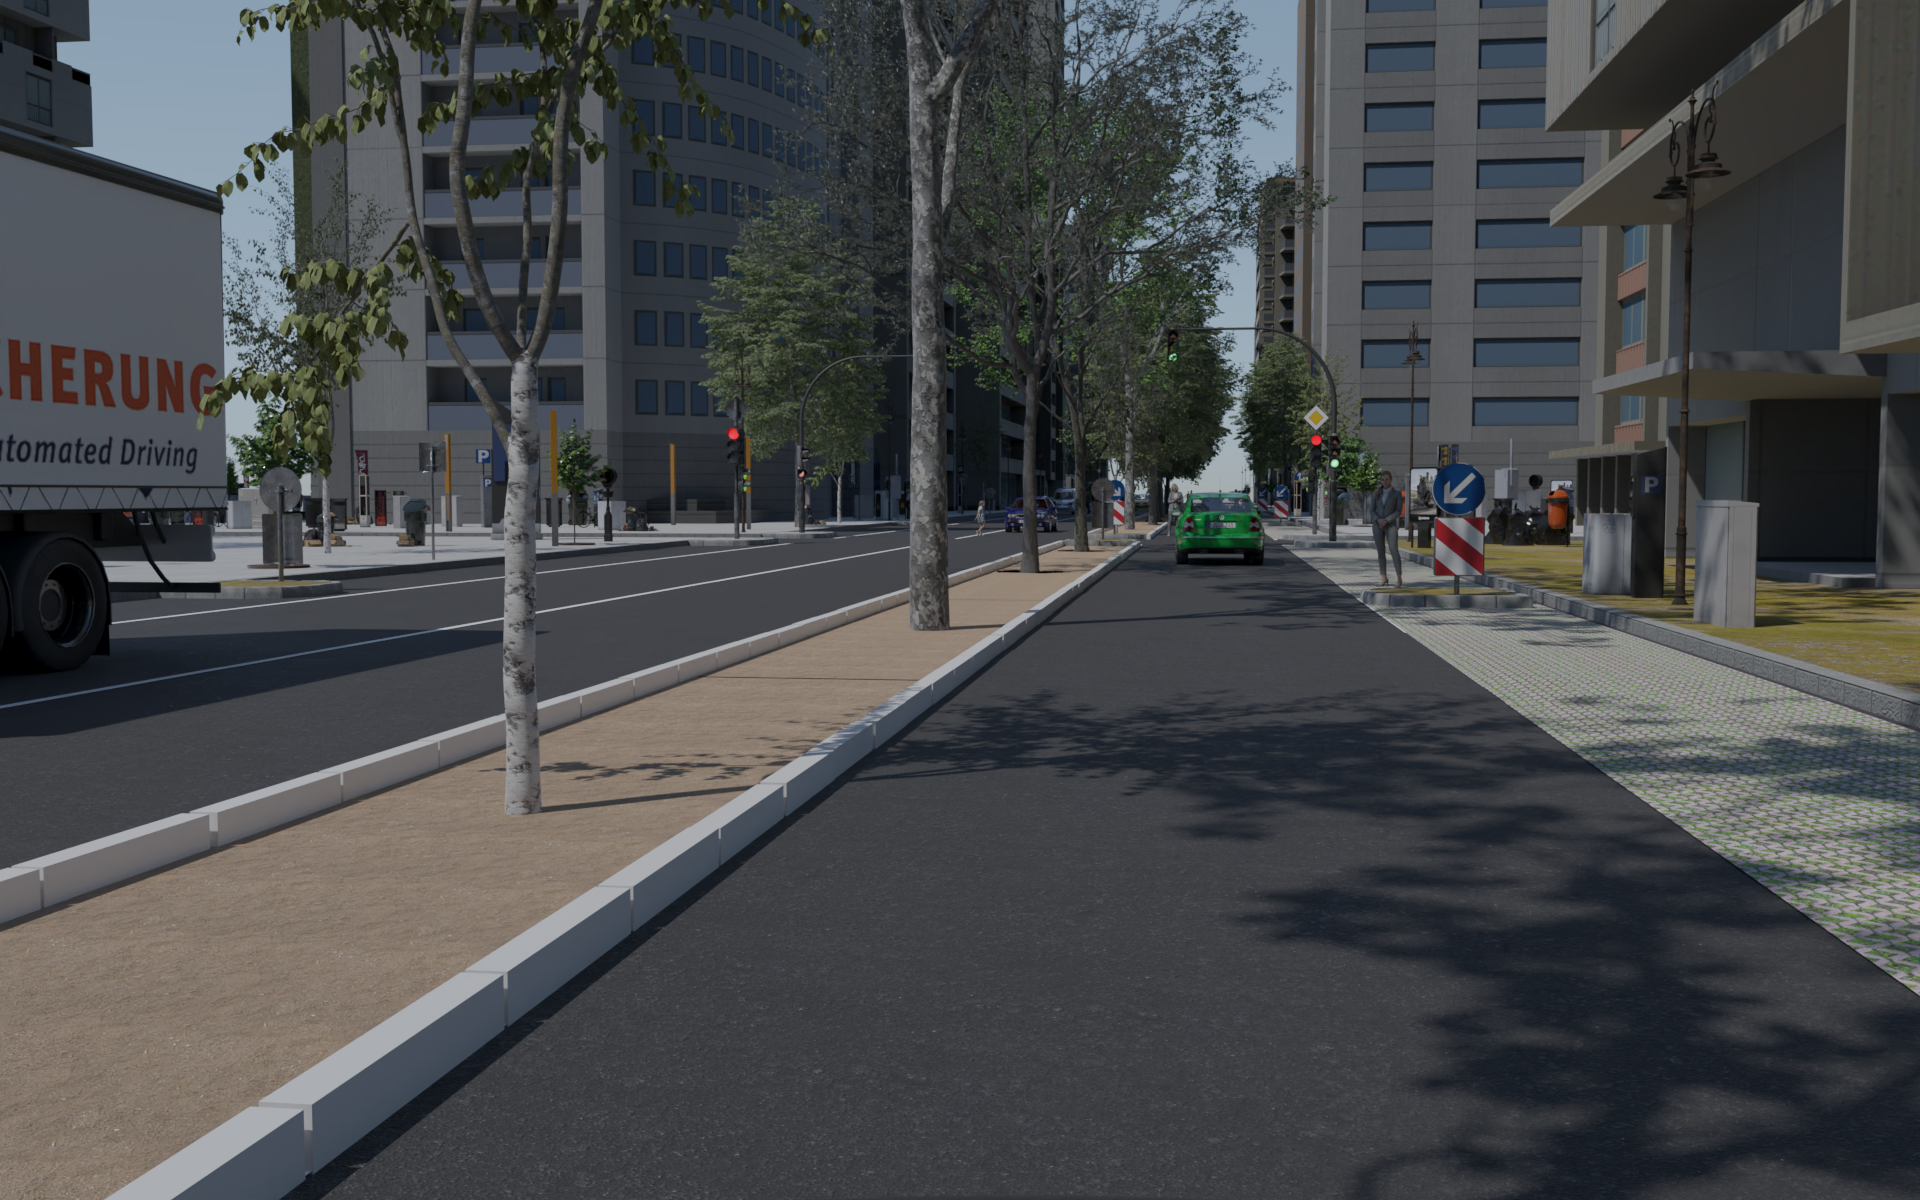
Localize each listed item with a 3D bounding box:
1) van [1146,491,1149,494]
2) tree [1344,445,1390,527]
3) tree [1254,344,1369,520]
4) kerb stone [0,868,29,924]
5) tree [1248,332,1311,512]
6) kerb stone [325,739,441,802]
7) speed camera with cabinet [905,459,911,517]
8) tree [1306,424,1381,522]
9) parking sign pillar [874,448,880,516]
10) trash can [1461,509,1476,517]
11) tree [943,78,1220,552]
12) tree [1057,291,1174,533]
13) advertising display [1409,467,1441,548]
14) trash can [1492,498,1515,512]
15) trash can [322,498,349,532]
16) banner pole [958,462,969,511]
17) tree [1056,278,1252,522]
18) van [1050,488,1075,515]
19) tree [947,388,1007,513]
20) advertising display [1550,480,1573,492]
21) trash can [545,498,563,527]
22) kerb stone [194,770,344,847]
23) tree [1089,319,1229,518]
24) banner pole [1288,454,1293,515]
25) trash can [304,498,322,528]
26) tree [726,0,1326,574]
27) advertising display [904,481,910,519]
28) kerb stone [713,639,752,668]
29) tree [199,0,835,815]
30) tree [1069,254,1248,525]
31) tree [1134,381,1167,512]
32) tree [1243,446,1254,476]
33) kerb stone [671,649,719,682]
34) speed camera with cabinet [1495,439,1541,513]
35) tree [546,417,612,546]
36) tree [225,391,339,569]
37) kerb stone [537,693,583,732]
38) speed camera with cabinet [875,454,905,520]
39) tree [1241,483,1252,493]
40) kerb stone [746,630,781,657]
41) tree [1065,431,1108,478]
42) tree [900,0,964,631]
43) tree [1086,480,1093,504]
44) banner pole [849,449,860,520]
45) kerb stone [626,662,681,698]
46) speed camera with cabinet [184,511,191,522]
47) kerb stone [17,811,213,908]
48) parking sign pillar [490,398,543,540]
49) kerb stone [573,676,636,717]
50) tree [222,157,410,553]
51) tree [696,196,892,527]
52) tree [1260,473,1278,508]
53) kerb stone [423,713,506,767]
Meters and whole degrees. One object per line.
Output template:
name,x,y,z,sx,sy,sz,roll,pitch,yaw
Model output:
van,22.675,-12.116,205.102,2.013,2.044,4.112,0,4,7
tree,15.876,-4.477,67.797,1.663,3.219,1.824,0,3,0
tree,18.034,-8.312,86.264,4.737,8.622,4.395,0,3,0
kerb stone,-3.280,1.025,5.444,0.120,0.150,1.000,1,4,8
tree,22.661,-12.472,122.039,7.486,12.596,7.792,0,3,0
kerb stone,-2.837,0.839,8.503,0.120,0.150,1.000,1,4,8
speed camera with cabinet,-3.059,-6.254,96.584,0.660,3.252,2.038,3,4,38
tree,18.044,-5.974,81.388,4.285,4.588,4.351,0,3,0
parking sign pillar,-4.970,-6.919,101.601,1.447,3.967,1.447,-1,4,-10
trash can,16.880,-2.819,57.747,0.748,1.137,0.748,0,3,0
tree,2.910,-6.995,42.589,9.928,11.665,9.643,0,3,0
tree,5.396,-6.534,59.655,4.360,8.622,3.978,0,3,0
advertising display,10.998,-2.187,40.968,0.123,1.923,0.974,-2,4,-27
trash can,19.071,-3.007,60.812,0.748,1.137,0.748,0,3,0
trash can,-21.319,-2.915,59.319,0.748,1.137,0.748,0,3,0
banner pole,0.247,-8.700,132.268,0.863,3.779,0.401,1,4,17
tree,9.805,-10.261,87.238,9.611,12.733,9.660,0,3,0
van,7.258,-6.900,119.819,2.013,2.044,4.112,1,4,9
tree,1.463,-10.363,119.803,4.360,8.622,3.978,0,3,0
advertising display,27.148,-4.461,78.157,0.974,1.923,0.123,2,4,33
trash can,-15.745,-3.397,67.189,0.748,1.137,0.748,0,3,0
kerb stone,-2.979,0.900,7.482,0.120,0.150,1.000,1,4,8
tree,13.096,-12.465,112.921,9.857,13.997,8.962,0,3,0
banner pole,20.676,-7.257,108.672,0.401,3.779,0.863,0,4,-4
trash can,-24.529,-3.309,65.750,0.748,1.137,0.748,0,3,0
tree,1.258,-7.234,31.099,12.009,13.543,11.850,0,3,0
advertising display,-2.581,-5.070,88.112,0.123,1.923,0.974,2,4,24
kerb stone,-1.962,0.466,14.587,0.120,0.150,1.000,1,4,8
tree,-1.961,-3.358,7.730,4.737,8.622,4.395,0,3,0
tree,8.882,-9.668,78.653,7.486,12.596,7.792,0,3,0
tree,10.853,-8.752,95.906,4.737,8.622,4.395,0,3,0
tree,37.339,-16.280,216.545,4.737,8.622,4.395,0,3,0
kerb stone,-2.108,0.527,13.575,0.120,0.150,1.000,1,4,8
speed camera with cabinet,20.121,-4.167,62.462,2.038,3.252,0.660,-3,4,-38
tree,-9.597,-3.000,43.645,1.663,3.219,1.824,0,3,0
tree,-11.982,-2.171,30.101,1.663,3.219,1.824,0,3,0
kerb stone,-2.547,0.714,10.537,0.120,0.150,1.000,1,4,8
speed camera with cabinet,-3.590,-5.607,86.013,0.660,3.252,2.038,-2,4,-25
tree,44.185,-16.683,267.369,1.663,3.219,1.824,0,3,0
kerb stone,-1.815,0.407,15.599,0.120,0.150,1.000,1,4,8
tree,14.364,-16.713,207.676,8.767,10.594,7.601,0,4,6
tree,0.761,-9.677,16.566,12.611,20.169,13.585,0,3,0
tree,17.843,-14.601,233.321,1.663,3.219,1.824,0,3,0
banner pole,-5.086,-5.769,84.348,0.863,3.779,0.401,-3,5,-40
kerb stone,-2.254,0.589,12.564,0.120,0.150,1.000,1,4,8
speed camera with cabinet,-35.703,-5.296,80.926,0.660,3.252,2.038,0,4,1
kerb stone,-3.137,0.963,6.456,0.120,0.150,1.000,1,4,8
parking sign pillar,-12.472,-3.680,48.642,1.447,3.967,1.447,0,4,-7
kerb stone,-2.400,0.654,11.550,0.120,0.150,1.000,1,4,8
tree,-13.901,-5.306,37.108,4.360,8.622,3.978,0,3,0
tree,-6.644,-9.099,66.888,7.486,12.596,7.792,0,3,0
tree,28.747,-10.140,160.385,1.663,3.219,1.824,0,3,0
kerb stone,-2.696,0.776,9.515,0.120,0.150,1.000,1,4,8
